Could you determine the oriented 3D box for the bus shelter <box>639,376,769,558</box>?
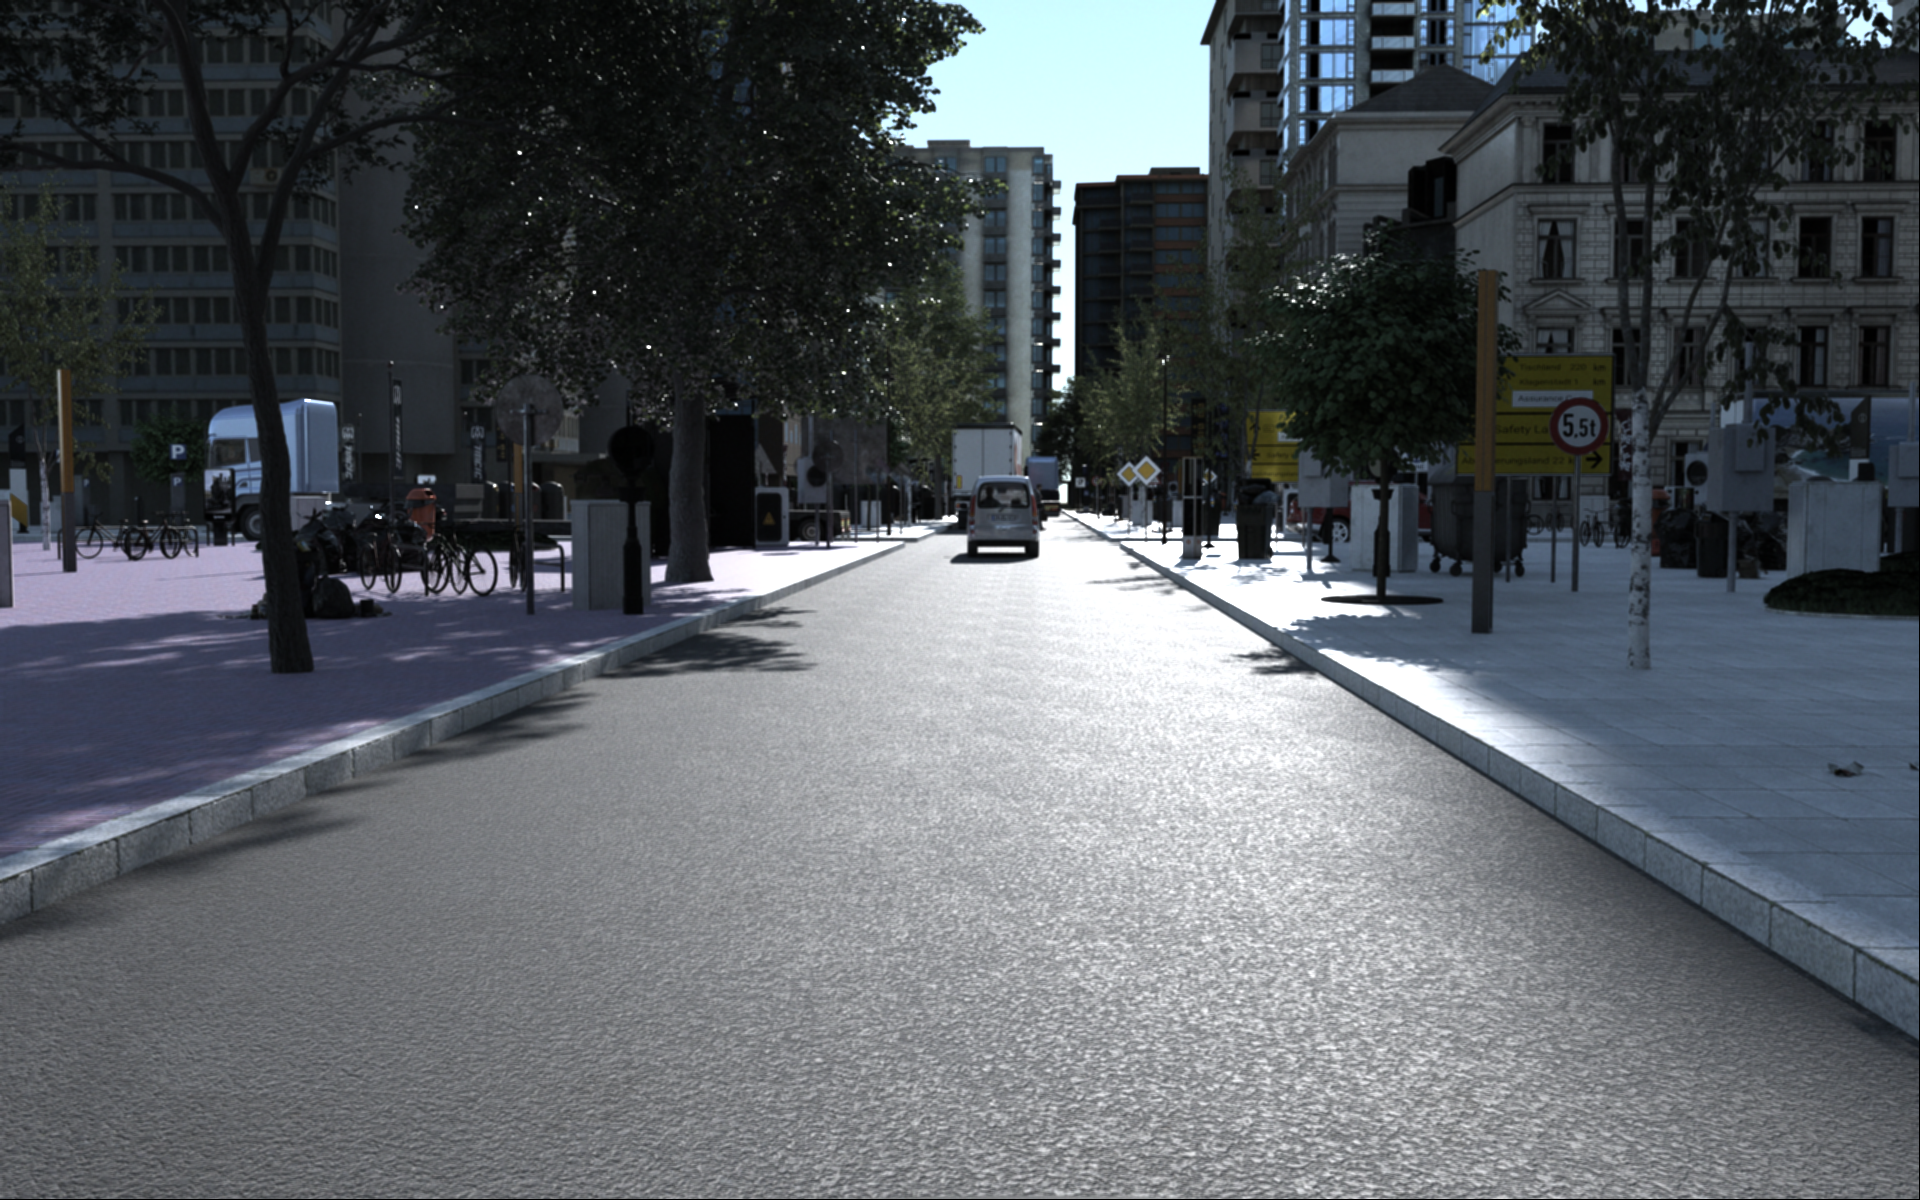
[{"bbox_3d":[-5.442,-2.838,37.676,1.731,3.624,6.357,0,4,2],"label":"bus shelter"}]

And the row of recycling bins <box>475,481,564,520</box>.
[{"bbox_3d":[-14.709,-3.086,57.573,1.069,1.692,3.534,3,4,37],"label":"row of recycling bins"}]

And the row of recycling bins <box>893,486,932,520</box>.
[{"bbox_3d":[-3.075,-4.943,87.923,3.534,1.692,1.069,1,4,19],"label":"row of recycling bins"}]

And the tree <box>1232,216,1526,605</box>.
[{"bbox_3d":[4.968,-2.257,20.621,4.285,4.588,4.351,0,3,0],"label":"tree"}]

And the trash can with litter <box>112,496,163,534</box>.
[{"bbox_3d":[-26.922,-2.778,56.483,1.678,1.210,2.233,-1,4,-16],"label":"trash can with litter"}]

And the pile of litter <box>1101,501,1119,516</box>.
[{"bbox_3d":[8.938,-5.285,100.367,1.719,0.858,1.176,-1,4,-13],"label":"pile of litter"}]

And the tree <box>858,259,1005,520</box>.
[{"bbox_3d":[-1.456,-10.166,84.339,7.486,12.596,7.792,0,3,0],"label":"tree"}]

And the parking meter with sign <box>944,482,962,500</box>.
[{"bbox_3d":[-0.681,-7.017,110.989,1.738,3.016,0.543,1,4,13],"label":"parking meter with sign"}]

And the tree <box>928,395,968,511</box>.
[{"bbox_3d":[-0.266,-10.828,127.403,4.737,8.622,4.395,0,3,0],"label":"tree"}]

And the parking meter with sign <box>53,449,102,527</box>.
[{"bbox_3d":[-33.991,-4.316,66.819,1.738,3.016,0.543,1,4,13],"label":"parking meter with sign"}]

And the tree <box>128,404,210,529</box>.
[{"bbox_3d":[-28.551,-4.842,62.884,4.285,4.588,4.351,0,3,0],"label":"tree"}]

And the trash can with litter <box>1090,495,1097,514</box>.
[{"bbox_3d":[8.802,-6.010,109.316,1.678,1.210,2.233,1,4,11],"label":"trash can with litter"}]

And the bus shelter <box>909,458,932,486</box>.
[{"bbox_3d":[-2.911,-7.554,114.784,1.731,3.624,6.357,0,4,3],"label":"bus shelter"}]

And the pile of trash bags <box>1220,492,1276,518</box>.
[{"bbox_3d":[15.378,-5.070,92.654,3.447,1.369,1.912,1,4,19],"label":"pile of trash bags"}]

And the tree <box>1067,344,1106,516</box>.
[{"bbox_3d":[6.810,-7.088,66.248,4.737,8.622,4.395,0,3,0],"label":"tree"}]

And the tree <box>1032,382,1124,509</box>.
[{"bbox_3d":[9.654,-12.834,144.249,8.767,10.594,7.601,-2,4,-34],"label":"tree"}]

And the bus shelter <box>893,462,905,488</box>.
[{"bbox_3d":[-4.263,-6.424,96.314,1.731,3.624,6.357,0,4,3],"label":"bus shelter"}]

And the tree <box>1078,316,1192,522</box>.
[{"bbox_3d":[7.593,-7.474,72.562,4.360,8.622,3.978,0,3,0],"label":"tree"}]

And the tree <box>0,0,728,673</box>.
[{"bbox_3d":[-5.096,-4.771,12.416,7.601,10.594,8.767,3,4,36],"label":"tree"}]

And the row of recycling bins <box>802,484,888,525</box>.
[{"bbox_3d":[-4.758,-4.043,73.213,3.534,1.692,1.069,0,4,2],"label":"row of recycling bins"}]

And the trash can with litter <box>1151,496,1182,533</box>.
[{"bbox_3d":[7.292,-2.881,58.166,2.233,1.210,1.678,-1,4,-21],"label":"trash can with litter"}]

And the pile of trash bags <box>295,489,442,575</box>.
[{"bbox_3d":[-9.677,-1.172,28.908,1.912,1.369,3.447,1,4,10],"label":"pile of trash bags"}]

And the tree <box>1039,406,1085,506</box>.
[{"bbox_3d":[11.994,-15.844,184.807,9.928,11.665,9.643,0,3,0],"label":"tree"}]

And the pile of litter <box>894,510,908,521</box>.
[{"bbox_3d":[-2.694,-4.159,81.964,1.176,0.858,1.719,1,4,18],"label":"pile of litter"}]

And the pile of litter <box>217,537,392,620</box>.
[{"bbox_3d":[-6.876,-0.257,18.165,1.719,0.858,1.176,1,4,16],"label":"pile of litter"}]

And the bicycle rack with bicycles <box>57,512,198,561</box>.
[{"bbox_3d":[-16.459,-1.308,34.768,2.852,0.926,2.925,1,4,20],"label":"bicycle rack with bicycles"}]

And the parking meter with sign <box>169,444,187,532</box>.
[{"bbox_3d":[-26.890,-3.868,59.505,0.543,3.016,1.738,-1,4,-21],"label":"parking meter with sign"}]

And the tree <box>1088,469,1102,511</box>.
[{"bbox_3d":[10.116,-8.402,131.971,1.663,3.219,1.824,0,3,0],"label":"tree"}]

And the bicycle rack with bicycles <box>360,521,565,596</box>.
[{"bbox_3d":[-6.453,-0.575,22.787,2.852,0.926,2.925,-2,4,-30],"label":"bicycle rack with bicycles"}]

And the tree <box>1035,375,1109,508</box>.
[{"bbox_3d":[11.104,-15.080,164.680,7.486,12.596,7.792,0,3,0],"label":"tree"}]

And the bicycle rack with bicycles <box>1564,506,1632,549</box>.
[{"bbox_3d":[16.272,-1.710,41.335,2.852,0.926,2.925,0,4,8],"label":"bicycle rack with bicycles"}]

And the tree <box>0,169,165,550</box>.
[{"bbox_3d":[-20.623,-5.435,39.222,4.737,8.622,4.395,0,3,0],"label":"tree"}]

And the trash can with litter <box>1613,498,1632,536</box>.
[{"bbox_3d":[20.455,-2.525,52.670,1.055,1.170,0.624,-1,4,-22],"label":"trash can with litter"}]

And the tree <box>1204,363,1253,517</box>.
[{"bbox_3d":[15.280,-8.966,96.950,4.360,8.622,3.978,0,3,0],"label":"tree"}]

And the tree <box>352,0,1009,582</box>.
[{"bbox_3d":[-3.958,-7.253,25.239,9.857,13.997,8.962,0,3,0],"label":"tree"}]

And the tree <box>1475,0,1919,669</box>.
[{"bbox_3d":[5.111,-3.787,12.287,4.360,8.622,3.978,0,3,0],"label":"tree"}]

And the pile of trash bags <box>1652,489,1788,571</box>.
[{"bbox_3d":[13.017,-1.262,30.382,1.912,1.369,3.447,-1,4,-13],"label":"pile of trash bags"}]

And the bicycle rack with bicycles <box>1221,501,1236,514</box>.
[{"bbox_3d":[17.900,-5.789,108.031,2.852,0.926,2.925,-1,4,-19],"label":"bicycle rack with bicycles"}]

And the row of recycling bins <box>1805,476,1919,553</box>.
[{"bbox_3d":[20.206,-1.880,37.846,3.534,1.692,1.069,3,5,43],"label":"row of recycling bins"}]

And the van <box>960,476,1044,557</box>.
[{"bbox_3d":[0.992,-2.064,40.754,2.013,2.044,4.112,0,4,0],"label":"van"}]

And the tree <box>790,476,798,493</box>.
[{"bbox_3d":[-10.869,-7.554,118.115,1.663,3.219,1.824,0,3,0],"label":"tree"}]

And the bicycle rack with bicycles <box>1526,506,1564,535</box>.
[{"bbox_3d":[17.396,-2.578,55.527,2.852,0.926,2.925,-3,5,-43],"label":"bicycle rack with bicycles"}]

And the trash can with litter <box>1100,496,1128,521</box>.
[{"bbox_3d":[7.752,-4.357,82.294,1.678,1.210,2.233,1,4,12],"label":"trash can with litter"}]

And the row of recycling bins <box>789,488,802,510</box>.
[{"bbox_3d":[-11.167,-6.970,121.075,3.534,1.692,1.069,0,4,8],"label":"row of recycling bins"}]

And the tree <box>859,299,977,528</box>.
[{"bbox_3d":[-1.687,-7.068,65.927,4.360,8.622,3.978,0,3,0],"label":"tree"}]

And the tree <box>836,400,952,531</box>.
[{"bbox_3d":[-3.203,-4.675,60.153,4.285,4.588,4.351,0,3,0],"label":"tree"}]

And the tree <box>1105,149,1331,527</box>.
[{"bbox_3d":[6.099,-5.325,37.427,4.737,8.622,4.395,0,3,0],"label":"tree"}]
